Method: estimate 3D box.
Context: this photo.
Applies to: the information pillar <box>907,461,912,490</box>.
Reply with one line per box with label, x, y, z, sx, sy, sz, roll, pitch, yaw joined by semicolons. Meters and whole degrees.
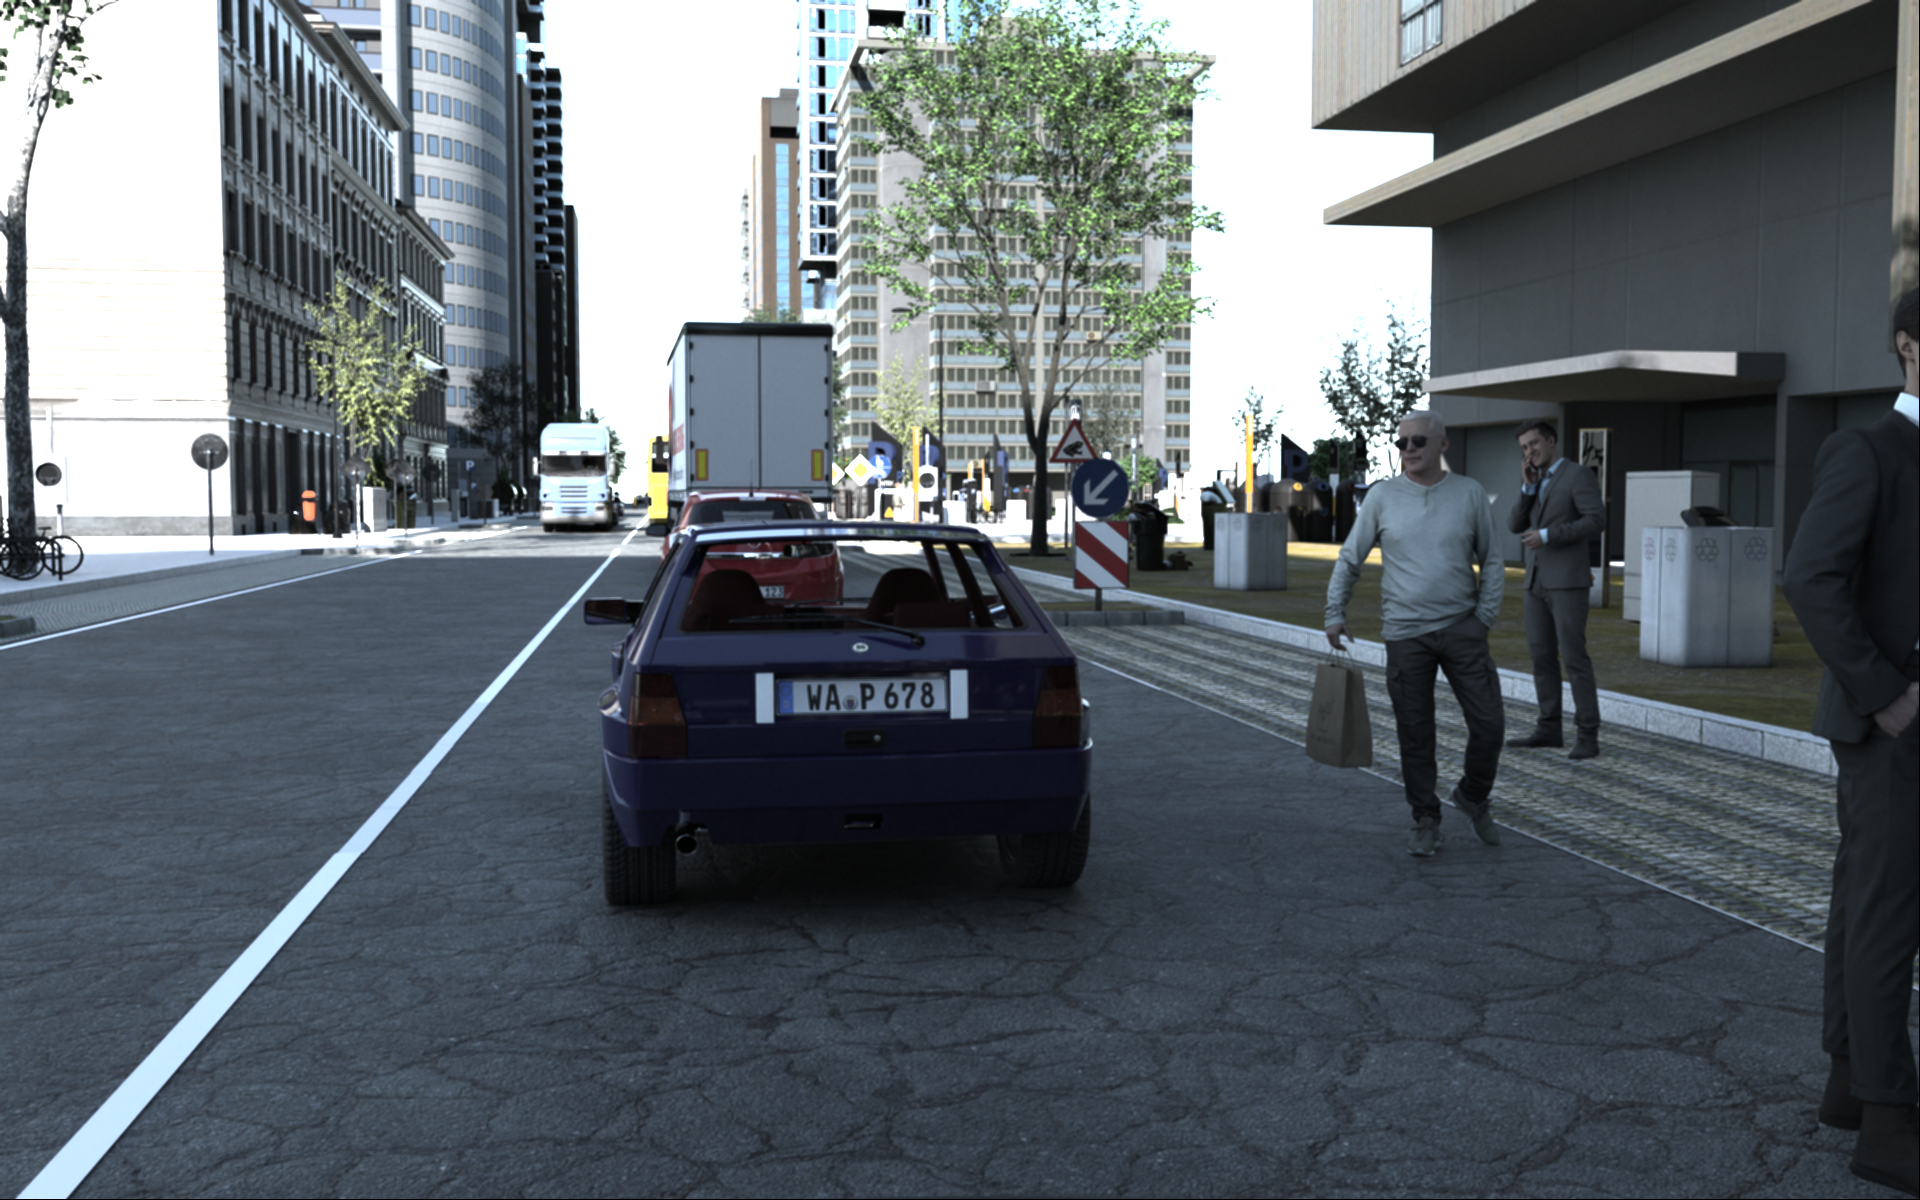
information pillar;-3.464;-7.804;118.957;0.183;3.616;0.504;2;4;28

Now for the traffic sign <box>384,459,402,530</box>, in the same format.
traffic sign;-20.358;-3.812;62.431;0.768;2.556;0.104;0;3;0

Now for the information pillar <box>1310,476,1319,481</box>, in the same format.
information pillar;14.808;-4.155;72.426;0.304;2.012;0.304;-1;4;-15

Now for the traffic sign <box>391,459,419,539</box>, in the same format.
traffic sign;-15.988;-2.831;49.937;0.795;2.450;0.064;-1;4;-10

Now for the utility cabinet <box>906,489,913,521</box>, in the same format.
utility cabinet;-2.170;-4.458;81.560;0.318;1.500;1.173;-3;5;-42

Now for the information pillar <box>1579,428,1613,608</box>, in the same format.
information pillar;7.167;-0.922;19.565;0.304;2.012;0.304;2;4;32

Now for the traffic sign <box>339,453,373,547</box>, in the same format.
traffic sign;-14.660;-2.350;42.063;0.795;2.450;0.064;-1;4;-10

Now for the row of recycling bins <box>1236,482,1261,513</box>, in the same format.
row of recycling bins;10.063;-3.117;58.078;3.534;1.692;1.069;-2;4;-23

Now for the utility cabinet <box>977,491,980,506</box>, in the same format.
utility cabinet;1.055;-7.351;128.866;0.318;1.500;1.173;-2;4;-34

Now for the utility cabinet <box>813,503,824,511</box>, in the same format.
utility cabinet;-6.888;-4.317;81.744;1.020;1.237;0.306;2;4;29

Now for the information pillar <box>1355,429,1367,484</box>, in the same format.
information pillar;14.446;-4.352;62.506;0.504;3.616;0.183;-2;4;-26

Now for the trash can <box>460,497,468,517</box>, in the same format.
trash can;-27.476;-5.130;95.530;0.748;1.137;0.748;0;3;0

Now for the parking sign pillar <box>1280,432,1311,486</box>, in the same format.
parking sign pillar;14.706;-5.349;75.922;1.447;3.967;1.447;-1;4;-19

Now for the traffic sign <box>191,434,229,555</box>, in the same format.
traffic sign;-15.807;-2.227;36.510;0.768;2.556;0.104;0;4;-5

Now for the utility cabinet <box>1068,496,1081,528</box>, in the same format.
utility cabinet;4.258;-3.286;64.892;0.306;1.237;1.020;-1;4;-15

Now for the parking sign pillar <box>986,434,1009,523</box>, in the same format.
parking sign pillar;1.859;-5.498;78.357;1.447;3.967;1.447;1;4;15

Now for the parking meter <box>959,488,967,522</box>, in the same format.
parking meter;0.135;-4.270;78.231;0.372;1.533;0.369;0;3;0

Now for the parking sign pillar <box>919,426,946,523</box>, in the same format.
parking sign pillar;-1.121;-4.887;68.369;1.447;3.967;1.447;-3;5;-40

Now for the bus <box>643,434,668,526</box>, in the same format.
bus;-11.209;-4.753;69.252;2.896;3.916;12.252;-1;4;-10

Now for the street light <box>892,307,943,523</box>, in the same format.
street light;-1.010;-4.329;43.325;1.470;5.913;1.316;-1;4;-10

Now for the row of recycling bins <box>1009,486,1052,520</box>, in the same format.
row of recycling bins;3.297;-4.874;86.807;1.069;1.692;3.534;-3;5;-40

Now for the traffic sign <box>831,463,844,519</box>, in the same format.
traffic sign;-3.861;-2.955;51.954;0.795;2.450;0.064;-1;4;-10

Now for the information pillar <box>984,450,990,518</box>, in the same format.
information pillar;1.447;-6.232;93.249;0.183;3.616;0.504;-2;4;-29

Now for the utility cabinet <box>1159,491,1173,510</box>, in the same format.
utility cabinet;13.660;-6.520;115.273;1.173;1.500;0.318;-2;4;-24

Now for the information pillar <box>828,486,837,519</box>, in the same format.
information pillar;-5.681;-4.454;77.316;0.304;2.012;0.304;3;4;38

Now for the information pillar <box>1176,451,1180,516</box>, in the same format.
information pillar;11.858;-6.288;94.158;0.183;3.616;0.504;-1;4;-12

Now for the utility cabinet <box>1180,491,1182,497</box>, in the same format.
utility cabinet;15.333;-6.946;122.253;0.318;1.500;1.173;2;4;28

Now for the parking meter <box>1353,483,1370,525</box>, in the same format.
parking meter;9.460;-1.982;40.811;0.372;1.533;0.369;0;3;0

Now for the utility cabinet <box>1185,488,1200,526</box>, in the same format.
utility cabinet;9.301;-3.697;69.121;0.318;1.500;1.173;0;4;-7

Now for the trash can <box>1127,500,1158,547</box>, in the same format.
trash can;4.454;-1.875;42.315;0.748;1.137;0.748;0;3;0

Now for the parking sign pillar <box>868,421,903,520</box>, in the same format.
parking sign pillar;-2.765;-4.613;63.889;1.447;3.967;1.447;2;4;33

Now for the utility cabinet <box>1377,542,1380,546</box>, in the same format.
utility cabinet;10.718;-1.919;42.546;0.306;1.237;1.020;-2;4;-33

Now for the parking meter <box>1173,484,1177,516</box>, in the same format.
parking meter;12.602;-5.825;100.950;0.255;1.863;0.399;1;4;21

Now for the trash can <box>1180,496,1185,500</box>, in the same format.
trash can;13.416;-5.648;104.000;0.748;1.137;0.748;0;3;0

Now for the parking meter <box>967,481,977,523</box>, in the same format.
parking meter;0.543;-4.381;77.341;0.399;1.863;0.255;-2;4;-31

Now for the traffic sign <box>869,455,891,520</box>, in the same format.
traffic sign;-2.617;-3.442;56.375;0.768;2.556;0.104;0;4;-7

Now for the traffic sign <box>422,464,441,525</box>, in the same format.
traffic sign;-22.114;-4.430;72.537;0.768;2.556;0.104;0;4;-5

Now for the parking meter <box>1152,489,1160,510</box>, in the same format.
parking meter;9.244;-4.486;81.762;0.372;1.533;0.369;0;3;0

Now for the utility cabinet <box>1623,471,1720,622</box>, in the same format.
utility cabinet;6.922;-0.501;16.865;0.318;1.500;1.173;-1;4;-8

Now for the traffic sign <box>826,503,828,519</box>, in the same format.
traffic sign;-5.658;-4.498;73.646;0.768;2.556;0.104;-1;4;-9

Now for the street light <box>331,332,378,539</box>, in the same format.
street light;-17.392;-4.724;49.778;1.470;5.913;1.316;-1;4;-10

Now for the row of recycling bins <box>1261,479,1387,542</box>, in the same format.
row of recycling bins;10.056;-2.418;46.648;3.534;1.692;1.069;-1;4;-10

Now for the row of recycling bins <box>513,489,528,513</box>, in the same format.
row of recycling bins;-30.552;-6.923;120.306;1.069;1.692;3.534;-1;4;-20

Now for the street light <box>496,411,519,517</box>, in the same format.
street light;-25.345;-7.607;96.916;1.470;5.913;1.316;-1;4;-10

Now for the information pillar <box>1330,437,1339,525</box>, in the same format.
information pillar;15.427;-4.898;71.442;0.183;3.616;0.504;-2;4;-30

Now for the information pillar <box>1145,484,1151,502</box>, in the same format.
information pillar;13.026;-7.084;120.312;0.304;2.012;0.304;-3;5;-43

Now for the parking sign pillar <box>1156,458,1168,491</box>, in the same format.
parking sign pillar;15.224;-8.678;130.357;1.447;3.967;1.447;2;4;32

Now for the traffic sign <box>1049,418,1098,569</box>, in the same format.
traffic sign;1.943;-1.808;29.558;0.884;2.594;0.081;0;4;-7

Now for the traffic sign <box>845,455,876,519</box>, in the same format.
traffic sign;-2.533;-2.473;44.080;0.795;2.450;0.064;-1;4;-10

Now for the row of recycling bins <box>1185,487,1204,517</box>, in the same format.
row of recycling bins;14.019;-5.637;99.278;1.069;1.692;3.534;-1;4;-21
